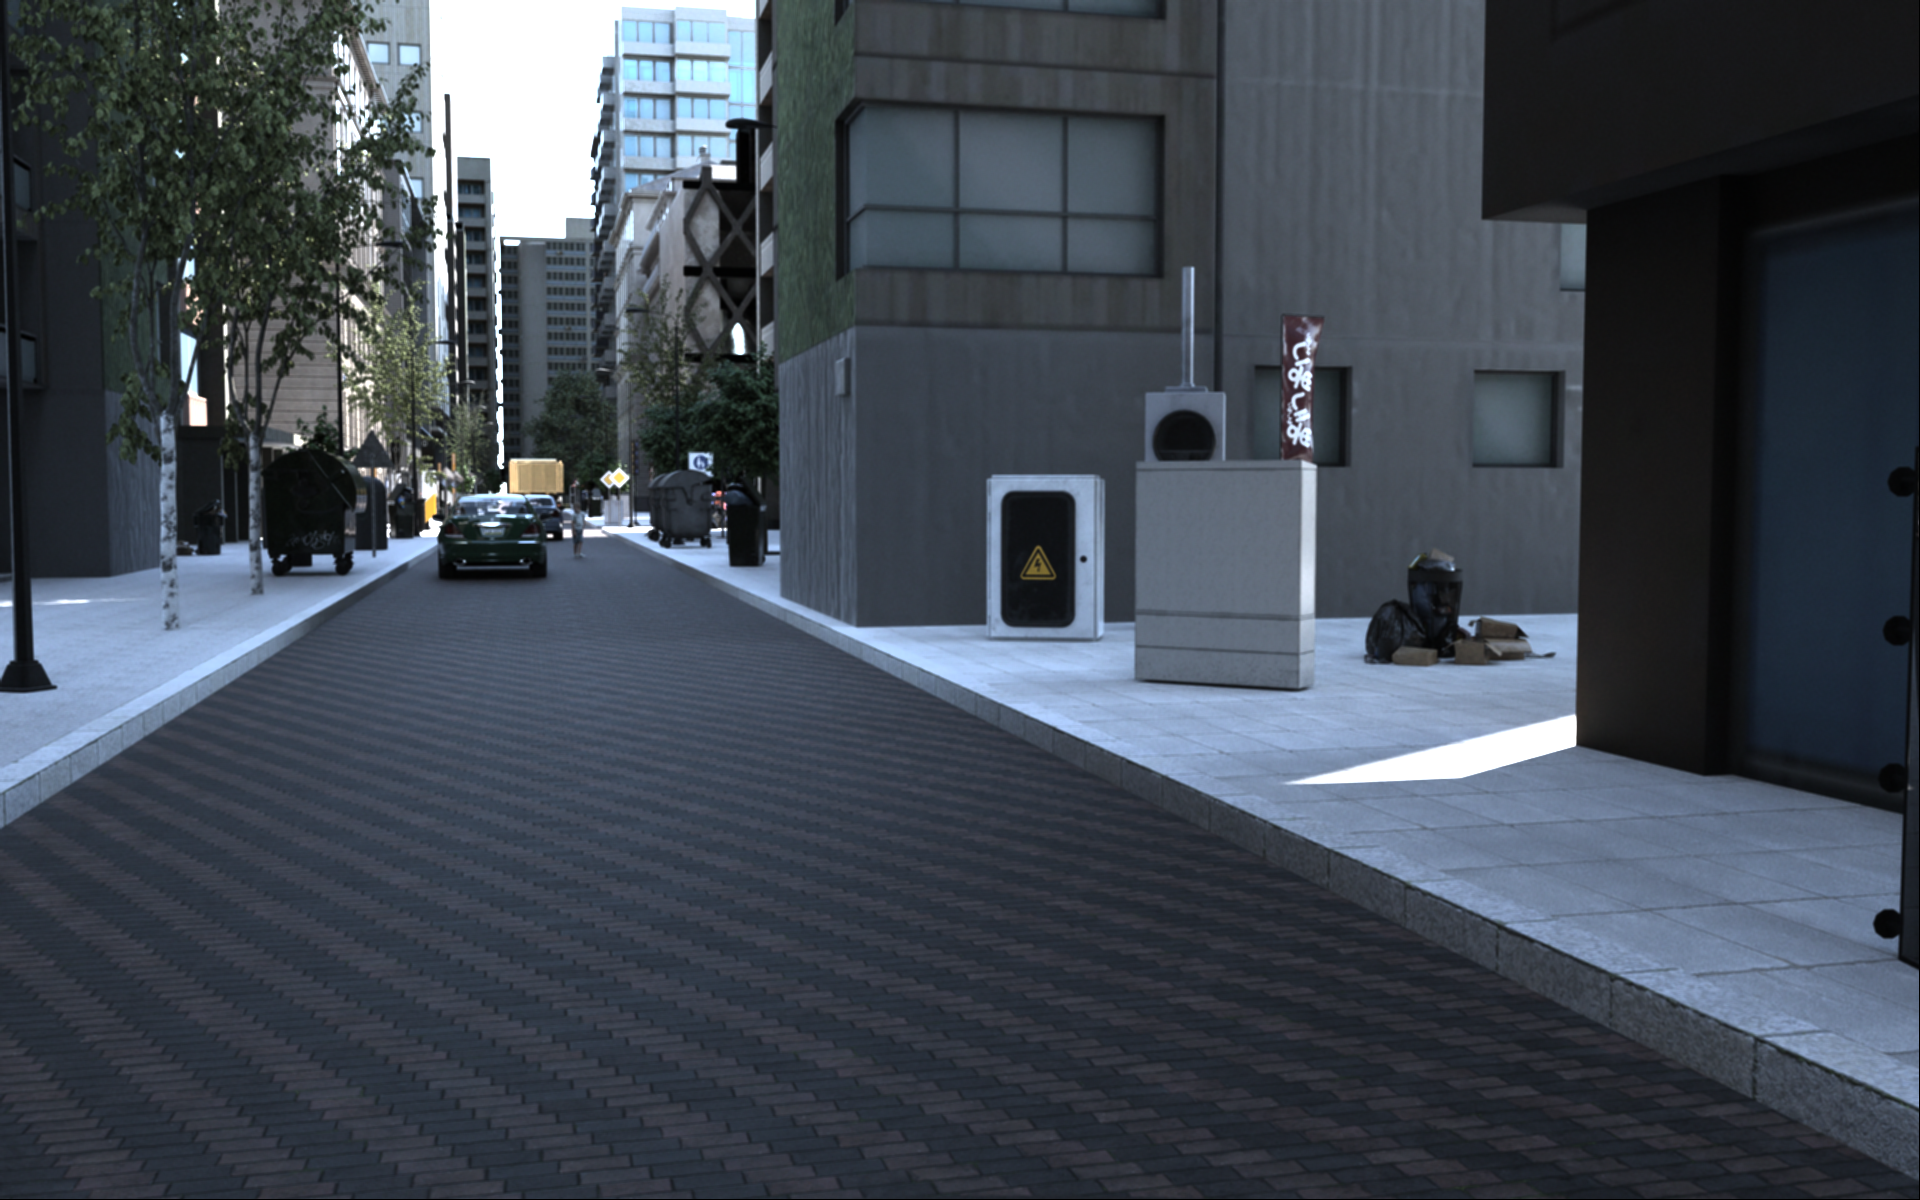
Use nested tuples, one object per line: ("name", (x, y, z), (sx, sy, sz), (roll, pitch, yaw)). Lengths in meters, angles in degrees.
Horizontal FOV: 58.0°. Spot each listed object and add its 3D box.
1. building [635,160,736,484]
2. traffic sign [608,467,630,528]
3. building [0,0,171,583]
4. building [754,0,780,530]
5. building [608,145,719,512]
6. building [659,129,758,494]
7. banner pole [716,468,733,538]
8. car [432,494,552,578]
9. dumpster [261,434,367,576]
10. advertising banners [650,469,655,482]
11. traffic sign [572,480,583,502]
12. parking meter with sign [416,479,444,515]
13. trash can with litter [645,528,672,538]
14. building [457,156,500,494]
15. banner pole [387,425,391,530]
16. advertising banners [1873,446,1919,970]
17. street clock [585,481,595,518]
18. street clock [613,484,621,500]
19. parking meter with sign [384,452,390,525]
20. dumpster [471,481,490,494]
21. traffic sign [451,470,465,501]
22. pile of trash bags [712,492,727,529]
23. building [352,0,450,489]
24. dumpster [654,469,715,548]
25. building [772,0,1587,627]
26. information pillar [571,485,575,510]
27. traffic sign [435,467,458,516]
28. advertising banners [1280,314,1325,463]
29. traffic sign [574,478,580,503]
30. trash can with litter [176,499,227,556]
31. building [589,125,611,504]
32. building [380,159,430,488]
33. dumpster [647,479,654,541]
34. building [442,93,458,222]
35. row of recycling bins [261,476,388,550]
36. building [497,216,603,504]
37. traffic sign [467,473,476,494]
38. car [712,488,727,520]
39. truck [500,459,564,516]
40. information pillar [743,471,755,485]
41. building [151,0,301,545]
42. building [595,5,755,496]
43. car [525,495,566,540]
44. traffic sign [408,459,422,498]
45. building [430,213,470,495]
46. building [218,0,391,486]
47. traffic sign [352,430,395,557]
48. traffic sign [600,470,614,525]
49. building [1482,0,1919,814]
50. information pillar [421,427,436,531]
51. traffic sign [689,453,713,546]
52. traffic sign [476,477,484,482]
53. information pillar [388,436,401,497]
("building", (-13.446, -16.528, 112.029), (13.314, 21.916, 24.055), (-1, 4, -14))
("traffic sign", (-12.716, -3.733, 64.674), (0.795, 2.450, 0.064), (-1, 4, -14))
("building", (-19.514, -20.706, 22.136), (14.154, 41.232, 14.086), (-1, 4, -14))
("building", (5.540, -26.314, 53.939), (21.300, 48.544, 21.600), (-1, 4, -14))
("building", (-20.508, -20.681, 135.390), (12.463, 27.353, 25.104), (-1, 4, -14))
("building", (-5.702, -13.340, 85.556), (16.811, 18.784, 16.820), (-1, 4, -14))
("banner pole", (-6.829, -3.706, 50.615), (0.401, 3.779, 0.863), (1, 4, 22))
("car", (-8.410, -1.185, 31.173), (2.131, 1.459, 4.920), (-1, 4, -15))
("dumpster", (-10.409, -1.551, 27.861), (1.502, 2.255, 1.985), (-1, 4, -14))
("advertising banners", (-16.559, -6.080, 95.591), (0.090, 3.025, 2.074), (-3, 5, -44))
("traffic sign", (-27.702, -7.685, 125.656), (0.884, 2.594, 0.081), (0, 4, -5))
("parking meter with sign", (-28.082, -5.833, 91.624), (0.543, 3.016, 1.738), (2, 4, 31))
("trash can with litter", (-8.584, -2.361, 49.995), (1.055, 1.170, 0.624), (0, 4, 6))
("building", (-73.728, -37.337, 234.165), (21.600, 48.544, 21.300), (-1, 4, -14))
("banner pole", (-20.343, -4.393, 61.846), (0.401, 3.779, 0.863), (-1, 4, -22))
("advertising banners", (2.614, -0.461, 3.729), (0.090, 3.025, 2.074), (0, 4, -1))
("street clock", (-19.989, -5.448, 93.640), (0.471, 2.002, 0.358), (-2, 4, -34))
("street clock", (-17.050, -4.999, 86.299), (0.358, 2.002, 0.471), (-3, 5, -42))
("parking meter with sign", (-24.095, -4.715, 73.354), (0.543, 3.016, 1.738), (-1, 4, -13))
("dumpster", (-35.485, -7.669, 127.886), (1.502, 2.255, 1.985), (-1, 4, -14))
("traffic sign", (-20.673, -4.116, 70.938), (0.795, 2.450, 0.064), (-1, 4, -14))
("pile of trash bags", (-9.395, -3.327, 64.143), (1.912, 1.369, 3.447), (1, 4, 12))
("building", (-59.599, -34.441, 152.355), (28.713, 52.752, 27.495), (-1, 4, -14))
("dumpster", (-6.568, -2.190, 41.566), (1.264, 1.857, 1.865), (-1, 4, -14))
("building", (4.150, -20.803, 23.730), (14.154, 41.232, 14.086), (-1, 4, -14))
("information pillar", (-32.022, -8.482, 143.172), (0.304, 2.012, 0.304), (-1, 4, -13))
("traffic sign", (-18.730, -3.642, 63.192), (0.795, 2.450, 0.064), (-1, 4, -14))
("advertising banners", (2.666, -1.250, 16.633), (2.074, 3.025, 0.090), (-2, 4, -27))
("traffic sign", (-28.452, -7.912, 129.465), (0.768, 2.556, 0.104), (-1, 4, -10))
("trash can with litter", (-15.967, -1.522, 36.278), (1.055, 1.170, 0.624), (-3, 5, -43))
("building", (-32.310, -33.691, 205.466), (22.147, 44.769, 28.867), (-1, 4, -14))
("building", (-41.888, -17.810, 110.255), (14.314, 24.678, 30.058), (-1, 4, -14))
("dumpster", (-7.889, -2.554, 47.509), (1.264, 1.857, 1.865), (-1, 4, -14))
("building", (-61.887, -32.915, 188.276), (14.600, 45.320, 14.200), (-1, 4, -14))
("row of recycling bins", (-14.865, -2.043, 40.518), (3.534, 1.692, 1.069), (2, 4, 24))
("building", (-53.080, -33.878, 245.789), (23.993, 40.220, 32.217), (-1, 4, -14))
("traffic sign", (-29.011, -6.264, 102.515), (0.768, 2.556, 0.104), (0, 4, -5))
("car", (-8.429, -3.620, 68.782), (3.694, 1.707, 1.945), (-1, 4, -13))
("truck", (-23.120, -6.009, 94.175), (3.469, 3.379, 9.791), (-1, 4, -16))
("information pillar", (-5.563, -2.527, 45.801), (0.304, 2.012, 0.304), (-1, 4, -9))
("building", (-32.537, -23.742, 42.811), (28.867, 44.769, 22.147), (-1, 4, -14))
("building", (-25.274, -34.054, 176.393), (23.786, 49.044, 30.456), (-1, 4, -14))
("car", (-13.524, -2.626, 54.939), (2.014, 1.417, 4.499), (-1, 4, -15))
("traffic sign", (-19.245, -3.765, 61.662), (0.768, 2.556, 0.104), (-1, 4, -9))
("building", (-57.277, -24.670, 175.062), (14.160, 30.474, 14.107), (-1, 4, -14))
("building", (-34.549, -17.475, 82.982), (12.463, 27.353, 25.104), (-1, 4, -14))
("traffic sign", (-11.908, -2.149, 35.133), (0.884, 2.594, 0.081), (-1, 4, -12))
("traffic sign", (-14.659, -4.207, 72.420), (0.795, 2.450, 0.064), (-1, 4, -14))
("building", (11.123, -21.557, 2.564), (14.600, 45.320, 14.200), (-1, 4, -14))
("information pillar", (-18.655, -4.244, 60.741), (0.504, 3.616, 0.183), (1, 4, 10))
("traffic sign", (-6.387, -2.483, 42.733), (0.606, 2.300, 0.079), (0, 4, -4))
("traffic sign", (-36.731, -8.091, 132.385), (0.768, 2.556, 0.104), (-1, 4, -10))
("information pillar", (-22.760, -4.794, 69.732), (0.504, 3.616, 0.183), (0, 4, -1))
